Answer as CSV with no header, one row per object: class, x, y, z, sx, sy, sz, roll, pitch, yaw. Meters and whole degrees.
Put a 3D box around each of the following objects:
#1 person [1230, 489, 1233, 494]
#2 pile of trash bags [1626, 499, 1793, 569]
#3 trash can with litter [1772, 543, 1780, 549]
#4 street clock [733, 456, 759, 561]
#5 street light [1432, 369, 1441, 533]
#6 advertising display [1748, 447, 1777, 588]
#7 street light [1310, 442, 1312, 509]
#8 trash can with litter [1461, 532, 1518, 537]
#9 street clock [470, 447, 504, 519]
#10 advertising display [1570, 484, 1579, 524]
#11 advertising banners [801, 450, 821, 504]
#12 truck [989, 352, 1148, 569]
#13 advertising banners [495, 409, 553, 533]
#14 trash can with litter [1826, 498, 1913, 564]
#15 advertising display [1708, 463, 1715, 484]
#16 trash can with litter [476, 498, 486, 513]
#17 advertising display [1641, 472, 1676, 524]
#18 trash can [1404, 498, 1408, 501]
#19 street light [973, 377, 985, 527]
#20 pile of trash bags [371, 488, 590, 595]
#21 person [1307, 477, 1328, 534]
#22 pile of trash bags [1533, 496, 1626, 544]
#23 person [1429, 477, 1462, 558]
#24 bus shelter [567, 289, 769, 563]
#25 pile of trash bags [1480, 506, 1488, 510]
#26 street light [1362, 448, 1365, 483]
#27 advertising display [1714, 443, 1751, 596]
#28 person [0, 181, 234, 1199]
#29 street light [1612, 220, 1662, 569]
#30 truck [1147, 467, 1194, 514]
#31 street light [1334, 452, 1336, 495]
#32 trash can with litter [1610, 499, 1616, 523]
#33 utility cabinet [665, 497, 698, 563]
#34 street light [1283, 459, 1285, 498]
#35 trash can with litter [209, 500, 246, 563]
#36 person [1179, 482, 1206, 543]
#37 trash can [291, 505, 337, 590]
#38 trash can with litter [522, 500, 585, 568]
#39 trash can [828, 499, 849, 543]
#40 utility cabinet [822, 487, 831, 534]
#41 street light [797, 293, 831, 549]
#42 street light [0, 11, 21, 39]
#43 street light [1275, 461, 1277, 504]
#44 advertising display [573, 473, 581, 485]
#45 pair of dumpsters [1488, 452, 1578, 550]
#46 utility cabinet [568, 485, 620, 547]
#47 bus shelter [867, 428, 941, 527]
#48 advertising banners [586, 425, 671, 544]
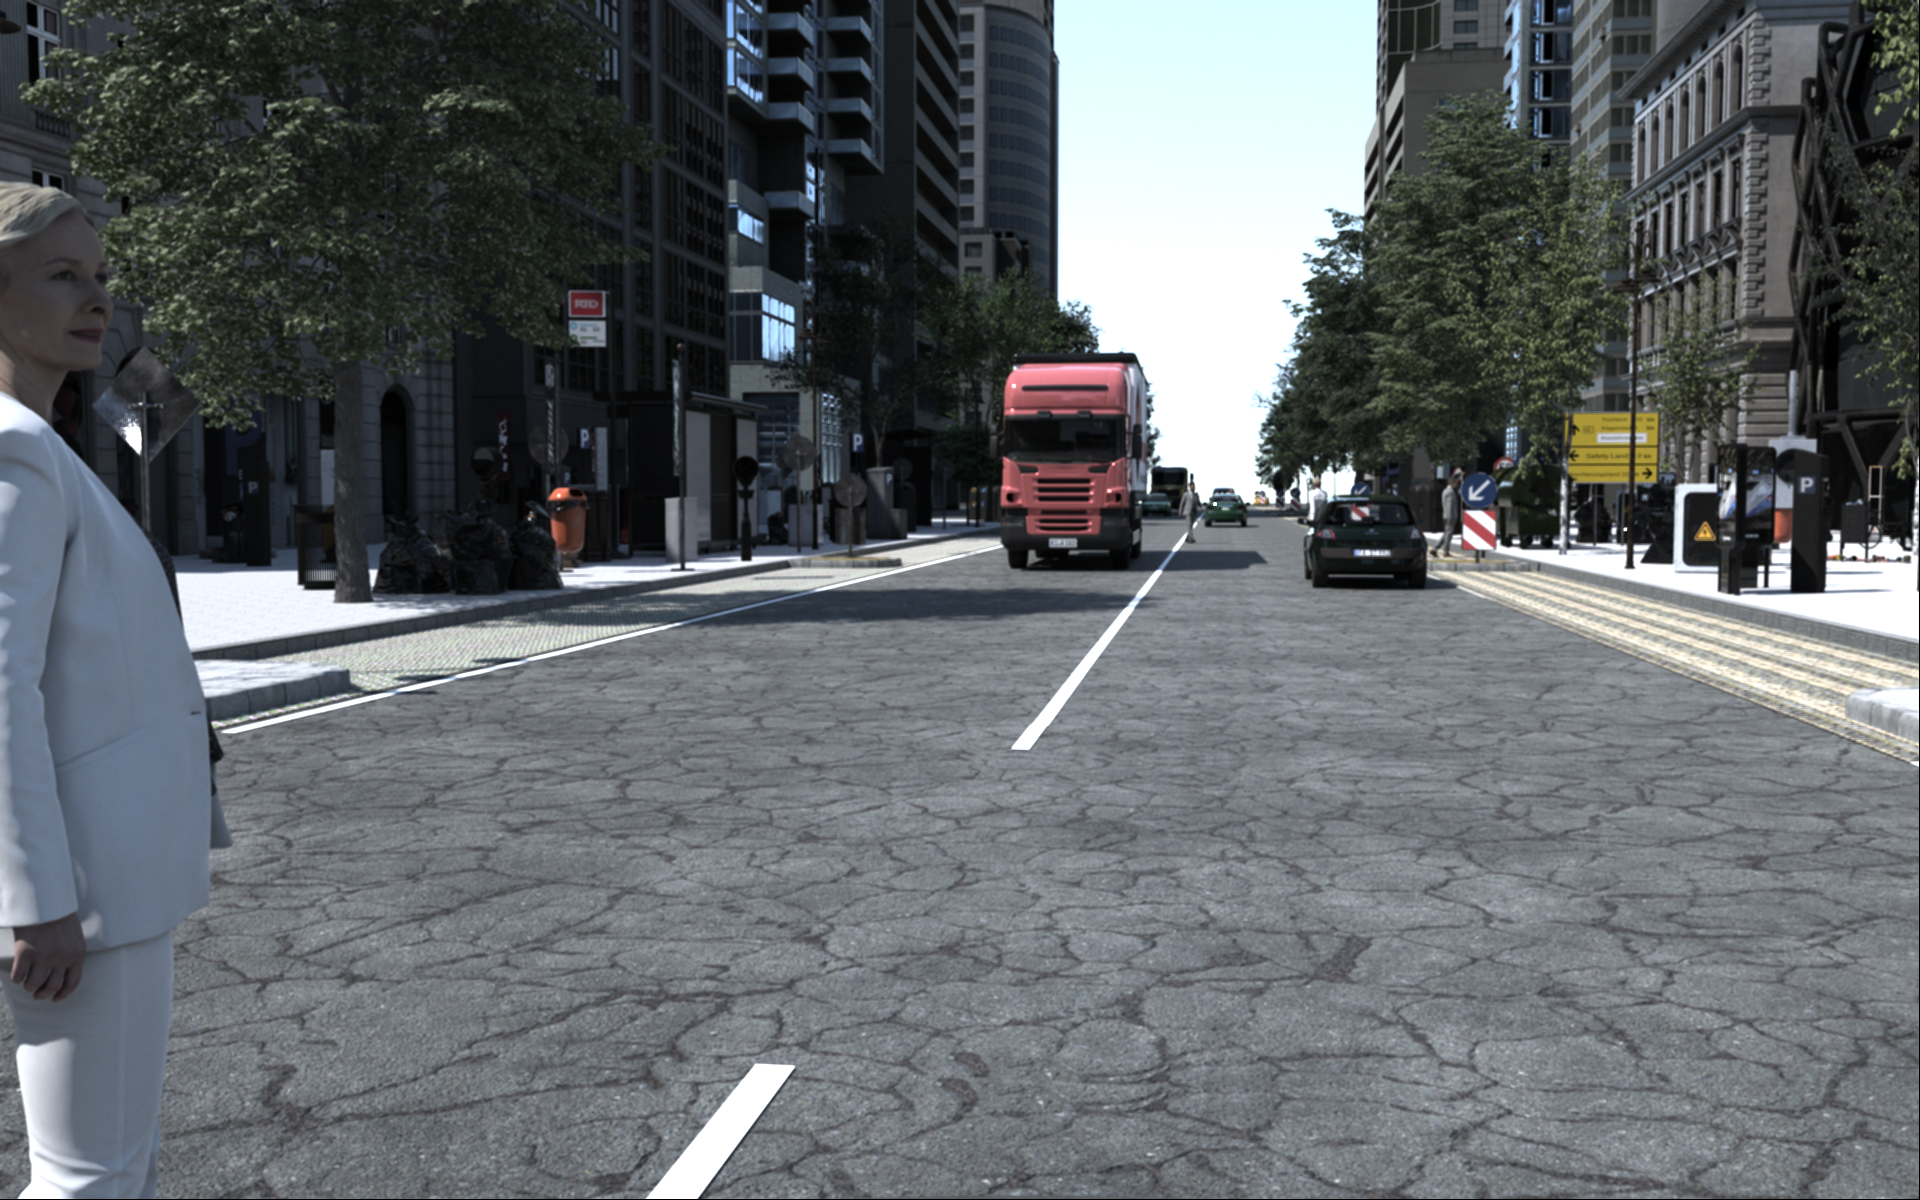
person,16.073,-5.736,102.830,0.434,1.755,0.990,-1,4,-14
pile of trash bags,13.742,-1.292,30.875,1.912,1.369,3.447,-1,4,-9
trash can with litter,18.762,-1.772,40.353,0.624,1.170,1.055,1,4,13
street clock,-4.095,-1.747,33.134,0.471,2.002,0.358,-1,4,-12
street light,15.472,-5.109,56.312,0.468,5.910,1.993,1,4,8
advertising display,10.715,-1.123,23.575,0.974,1.923,0.123,-2,4,-27
street light,26.783,-9.740,132.038,0.468,5.910,1.993,1,4,8
trash can with litter,15.902,-2.496,51.867,2.233,1.210,1.678,-1,4,-14
street clock,-7.264,-1.351,26.653,0.471,2.002,0.358,2,4,26
advertising display,25.753,-4.182,73.593,0.974,1.923,0.123,1,4,23
advertising banners,-6.046,-4.535,70.332,0.090,3.025,2.074,-2,4,-26
truck,2.572,-2.922,36.685,2.839,4.237,11.283,0,4,8
advertising banners,-9.186,-2.469,36.548,0.090,3.025,2.074,1,4,20
trash can with litter,17.177,-1.320,32.639,1.678,1.210,2.233,-2,4,-32
advertising display,15.881,-1.909,36.424,0.123,1.923,0.974,2,4,34
trash can with litter,-11.245,-1.879,41.775,1.678,1.210,2.233,1,4,9
advertising display,20.860,-2.847,51.770,0.974,1.923,0.123,1,4,15
trash can,16.611,-3.207,64.087,0.748,1.137,0.748,0,3,0
street light,0.667,-5.746,66.729,0.468,5.910,1.993,1,4,8
pile of trash bags,-6.212,-0.844,23.546,1.912,1.369,3.447,2,4,24
person,7.832,-1.775,37.749,0.478,1.798,0.641,0,4,-7
pile of trash bags,16.718,-2.207,45.839,1.912,1.369,3.447,-3,5,-45
person,10.985,-1.849,38.845,0.853,1.813,0.709,0,4,-2
bus shelter,-6.219,-3.603,36.538,2.179,5.291,8.768,1,4,8
pile of trash bags,22.048,-3.741,70.915,1.912,1.369,3.447,2,4,33
street light,19.489,-6.779,83.623,0.468,5.910,1.993,1,4,8
advertising display,9.911,-1.043,22.271,0.123,1.923,0.974,1,4,10
person,-1.266,0.372,2.293,0.514,1.842,0.818,2,4,35
street light,11.505,-3.473,29.570,0.468,5.910,1.993,1,4,8
truck,15.161,-7.909,125.231,3.469,3.379,9.791,0,4,8
street light,22.799,-8.105,105.299,0.468,5.910,1.993,1,4,8
trash can with litter,28.770,-3.941,75.821,1.055,1.170,0.624,-2,4,-34
utility cabinet,-5.294,-1.330,32.899,0.306,1.237,1.020,1,4,11
street light,35.114,-13.158,187.921,0.468,5.910,1.993,1,4,8
trash can with litter,-13.638,-1.275,32.238,1.055,1.170,0.624,3,4,37
person,6.767,-2.564,50.703,0.678,1.792,0.850,-1,4,-23
trash can,-8.628,-0.718,23.392,0.748,1.137,0.748,0,3,0
trash can with litter,-7.066,-1.148,30.159,1.055,1.170,0.624,0,4,8
trash can,-3.143,-2.082,45.702,0.748,1.137,0.748,0,3,0
utility cabinet,-4.295,-2.887,55.880,0.318,1.500,1.173,0,4,-4
street light,-3.355,-4.111,39.995,0.468,5.910,1.993,1,4,8
street light,-7.450,-2.427,12.464,0.468,5.910,1.993,1,4,8
street light,39.231,-14.803,214.820,0.468,5.910,1.993,1,4,8
advertising display,-11.684,-2.915,52.882,0.123,1.923,0.974,0,4,-6
pair of dumpsters,13.687,-2.402,41.760,1.574,2.255,4.437,1,4,8
utility cabinet,-8.743,-2.000,41.376,1.173,1.500,0.318,-1,4,-10
bus shelter,-2.052,-4.495,64.770,1.731,3.624,6.357,1,4,9
advertising banners,-8.477,-2.935,44.181,2.074,3.025,0.090,-2,4,-24
